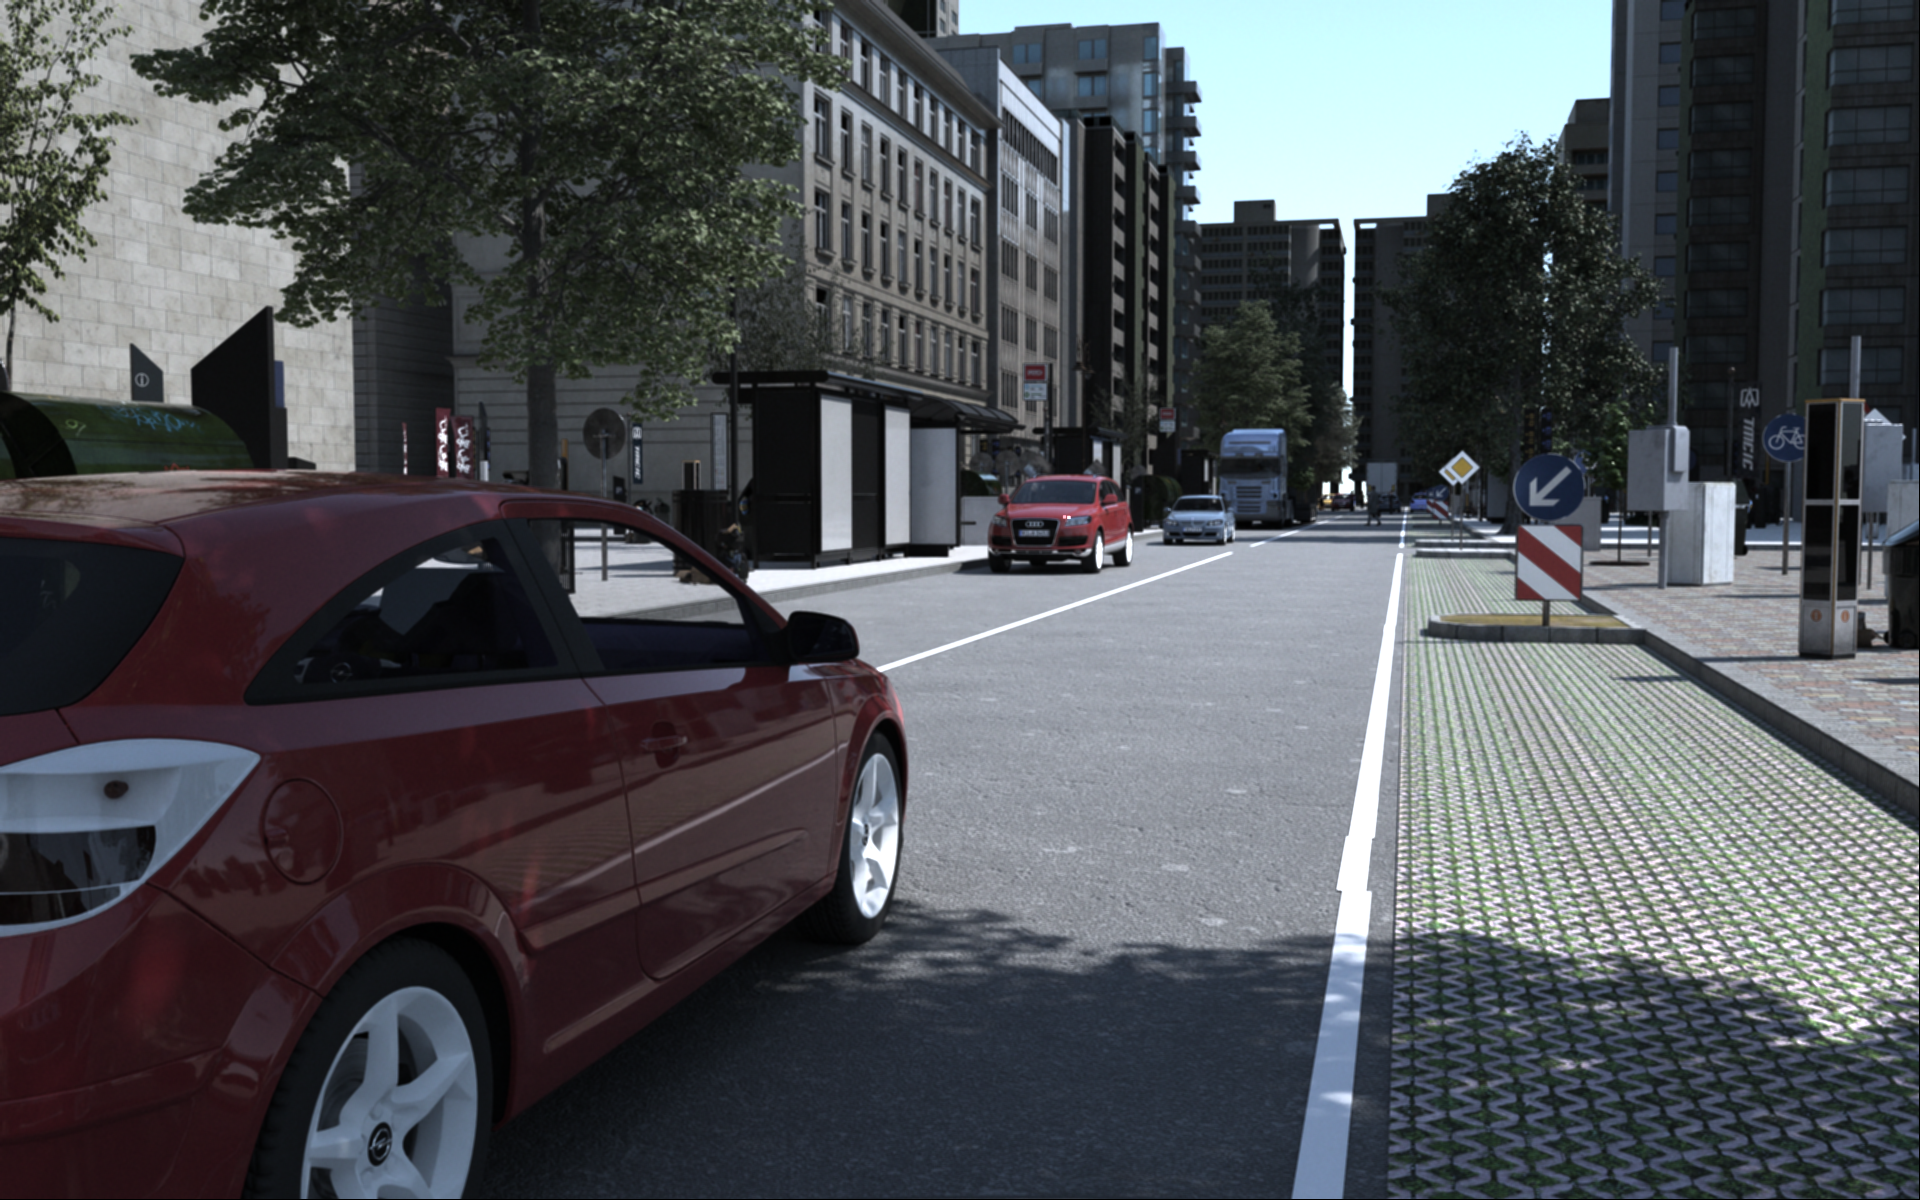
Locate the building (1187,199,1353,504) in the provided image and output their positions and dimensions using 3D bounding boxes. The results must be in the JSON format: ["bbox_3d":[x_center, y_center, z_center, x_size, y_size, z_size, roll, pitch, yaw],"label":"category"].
[{"bbox_3d":[39.136,-33.014,231.657,23.993,40.220,32.217,1,4,14],"label":"building"}]

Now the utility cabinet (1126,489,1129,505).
[{"bbox_3d":[10.541,-6.109,108.554,0.318,1.500,1.173,2,4,34],"label":"utility cabinet"}]

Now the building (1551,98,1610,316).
[{"bbox_3d":[84.361,-36.089,213.752,21.600,48.544,21.300,1,4,14],"label":"building"}]

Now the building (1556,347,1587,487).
[{"bbox_3d":[71.412,-19.415,162.473,27.650,21.520,28.899,1,4,14],"label":"building"}]

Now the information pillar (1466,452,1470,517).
[{"bbox_3d":[27.954,-6.359,95.324,0.183,3.616,0.504,1,4,23],"label":"information pillar"}]

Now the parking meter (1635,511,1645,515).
[{"bbox_3d":[28.689,-3.953,73.039,0.372,1.533,0.369,0,3,0],"label":"parking meter"}]

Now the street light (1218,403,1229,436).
[{"bbox_3d":[13.356,-7.044,87.961,0.468,5.910,1.993,1,4,14],"label":"street light"}]

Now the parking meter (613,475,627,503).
[{"bbox_3d":[-10.673,-2.979,54.416,0.399,1.863,0.255,0,3,0],"label":"parking meter"}]

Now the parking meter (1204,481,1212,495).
[{"bbox_3d":[11.269,-4.468,78.769,0.255,1.863,0.399,2,4,34],"label":"parking meter"}]

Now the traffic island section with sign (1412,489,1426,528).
[{"bbox_3d":[19.959,-3.898,72.354,1.989,1.847,2.006,1,4,14],"label":"traffic island section with sign"}]

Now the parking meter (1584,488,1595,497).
[{"bbox_3d":[23.599,-3.457,64.931,0.372,1.533,0.369,0,3,0],"label":"parking meter"}]

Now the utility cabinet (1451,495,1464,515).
[{"bbox_3d":[30.727,-5.859,106.948,0.306,1.237,1.020,-1,4,-16],"label":"utility cabinet"}]

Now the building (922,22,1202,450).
[{"bbox_3d":[9.202,-34.273,179.973,30.456,49.044,23.786,1,4,14],"label":"building"}]

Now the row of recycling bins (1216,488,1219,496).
[{"bbox_3d":[16.830,-6.038,105.837,1.069,1.692,3.534,-2,4,-30],"label":"row of recycling bins"}]

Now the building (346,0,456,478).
[{"bbox_3d":[-33.216,-17.048,75.991,25.104,27.353,12.463,1,4,14],"label":"building"}]

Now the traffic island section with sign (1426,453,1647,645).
[{"bbox_3d":[5.773,-0.543,17.500,1.989,1.847,2.006,1,4,14],"label":"traffic island section with sign"}]

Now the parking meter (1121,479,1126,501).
[{"bbox_3d":[6.324,-3.786,67.619,0.255,1.863,0.399,-1,4,-13],"label":"parking meter"}]

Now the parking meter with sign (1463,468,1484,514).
[{"bbox_3d":[33.399,-7.181,113.676,1.738,3.016,0.543,0,4,-6],"label":"parking meter with sign"}]

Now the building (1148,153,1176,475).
[{"bbox_3d":[10.364,-22.975,147.335,14.160,30.474,14.107,1,4,14],"label":"building"}]

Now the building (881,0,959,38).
[{"bbox_3d":[-12.551,-48.935,238.331,20.611,71.187,20.563,1,4,14],"label":"building"}]

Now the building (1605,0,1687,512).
[{"bbox_3d":[61.586,-36.235,134.440,21.231,58.520,28.212,1,4,14],"label":"building"}]

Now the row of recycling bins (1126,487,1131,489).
[{"bbox_3d":[9.712,-5.589,98.498,1.069,1.692,3.534,3,4,38],"label":"row of recycling bins"}]

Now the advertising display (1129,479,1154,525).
[{"bbox_3d":[7.642,-4.099,72.226,0.974,1.923,0.123,0,4,-8],"label":"advertising display"}]

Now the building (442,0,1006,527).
[{"bbox_3d":[-9.158,-15.032,79.053,16.112,22.955,30.059,1,4,14],"label":"building"}]

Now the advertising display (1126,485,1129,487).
[{"bbox_3d":[11.841,-7.274,124.136,0.974,1.923,0.123,2,4,28],"label":"advertising display"}]

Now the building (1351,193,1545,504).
[{"bbox_3d":[63.418,-32.688,226.324,23.993,40.220,32.217,1,4,14],"label":"building"}]

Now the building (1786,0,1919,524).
[{"bbox_3d":[45.399,-24.126,78.057,14.154,41.232,14.086,1,4,14],"label":"building"}]

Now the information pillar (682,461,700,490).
[{"bbox_3d":[-5.948,-2.072,38.371,0.304,2.012,0.304,1,4,12],"label":"information pillar"}]

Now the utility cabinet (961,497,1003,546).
[{"bbox_3d":[0.551,-1.955,43.131,1.020,1.237,0.306,-1,4,-11],"label":"utility cabinet"}]

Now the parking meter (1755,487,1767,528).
[{"bbox_3d":[30.073,-3.464,65.041,0.372,1.533,0.369,0,3,0],"label":"parking meter"}]

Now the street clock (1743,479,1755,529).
[{"bbox_3d":[28.951,-3.611,63.611,0.358,2.002,0.471,0,4,-2],"label":"street clock"}]

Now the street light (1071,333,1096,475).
[{"bbox_3d":[3.560,-4.721,49.981,0.468,5.910,1.993,1,4,14],"label":"street light"}]

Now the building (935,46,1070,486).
[{"bbox_3d":[-1.336,-17.422,102.869,12.078,24.808,19.932,1,4,14],"label":"building"}]

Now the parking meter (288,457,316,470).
[{"bbox_3d":[-10.465,-1.340,27.621,0.255,1.863,0.399,3,5,40],"label":"parking meter"}]

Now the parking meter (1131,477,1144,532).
[{"bbox_3d":[5.966,-3.213,58.248,0.399,1.863,0.255,0,4,5],"label":"parking meter"}]

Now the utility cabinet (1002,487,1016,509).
[{"bbox_3d":[1.291,-2.998,57.702,1.173,1.500,0.318,-2,4,-31],"label":"utility cabinet"}]

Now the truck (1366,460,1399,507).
[{"bbox_3d":[35.688,-9.637,146.483,2.839,4.237,11.283,1,4,14],"label":"truck"}]

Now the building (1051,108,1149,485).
[{"bbox_3d":[6.224,-22.150,133.859,14.160,30.474,14.107,1,4,14],"label":"building"}]

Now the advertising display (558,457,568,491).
[{"bbox_3d":[-7.185,-1.552,30.586,0.123,1.923,0.974,-3,4,-37],"label":"advertising display"}]

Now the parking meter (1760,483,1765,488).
[{"bbox_3d":[41.592,-5.128,89.558,0.399,1.863,0.255,3,5,43],"label":"parking meter"}]

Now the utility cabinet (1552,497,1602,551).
[{"bbox_3d":[13.898,-1.706,39.054,1.020,1.237,0.306,1,4,13],"label":"utility cabinet"}]

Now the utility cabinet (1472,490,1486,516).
[{"bbox_3d":[29.580,-5.482,98.303,1.173,1.500,0.318,-2,4,-32],"label":"utility cabinet"}]

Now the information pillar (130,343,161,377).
[{"bbox_3d":[-12.724,-2.189,27.150,0.183,3.616,0.504,3,5,39],"label":"information pillar"}]

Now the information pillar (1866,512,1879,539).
[{"bbox_3d":[26.151,-2.759,49.594,0.304,2.012,0.304,2,4,35],"label":"information pillar"}]

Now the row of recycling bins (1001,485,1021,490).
[{"bbox_3d":[2.515,-4.210,75.949,1.069,1.692,3.534,-1,4,-20],"label":"row of recycling bins"}]

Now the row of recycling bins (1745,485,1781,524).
[{"bbox_3d":[33.912,-4.176,75.390,3.534,1.692,1.069,0,4,-7],"label":"row of recycling bins"}]

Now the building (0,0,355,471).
[{"bbox_3d":[-21.470,-10.781,31.028,16.860,20.320,10.420,1,4,14],"label":"building"}]

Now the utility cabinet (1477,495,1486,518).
[{"bbox_3d":[28.537,-5.048,93.691,1.020,1.237,0.306,0,4,6],"label":"utility cabinet"}]

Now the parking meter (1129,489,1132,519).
[{"bbox_3d":[8.159,-4.525,82.391,0.372,1.533,0.369,0,3,0],"label":"parking meter"}]

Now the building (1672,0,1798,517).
[{"bbox_3d":[48.676,-20.099,100.320,14.160,30.474,14.107,1,4,14],"label":"building"}]

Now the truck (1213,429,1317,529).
[{"bbox_3d":[13.927,-5.349,77.214,2.967,4.110,18.799,1,4,16],"label":"truck"}]

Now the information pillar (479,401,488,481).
[{"bbox_3d":[-11.955,-3.189,43.491,0.183,3.616,0.504,-2,4,-29],"label":"information pillar"}]

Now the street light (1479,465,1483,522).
[{"bbox_3d":[24.273,-6.589,80.522,0.468,5.910,1.993,1,4,14],"label":"street light"}]

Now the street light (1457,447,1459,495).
[{"bbox_3d":[34.080,-8.913,118.510,0.468,5.910,1.993,1,4,14],"label":"street light"}]
